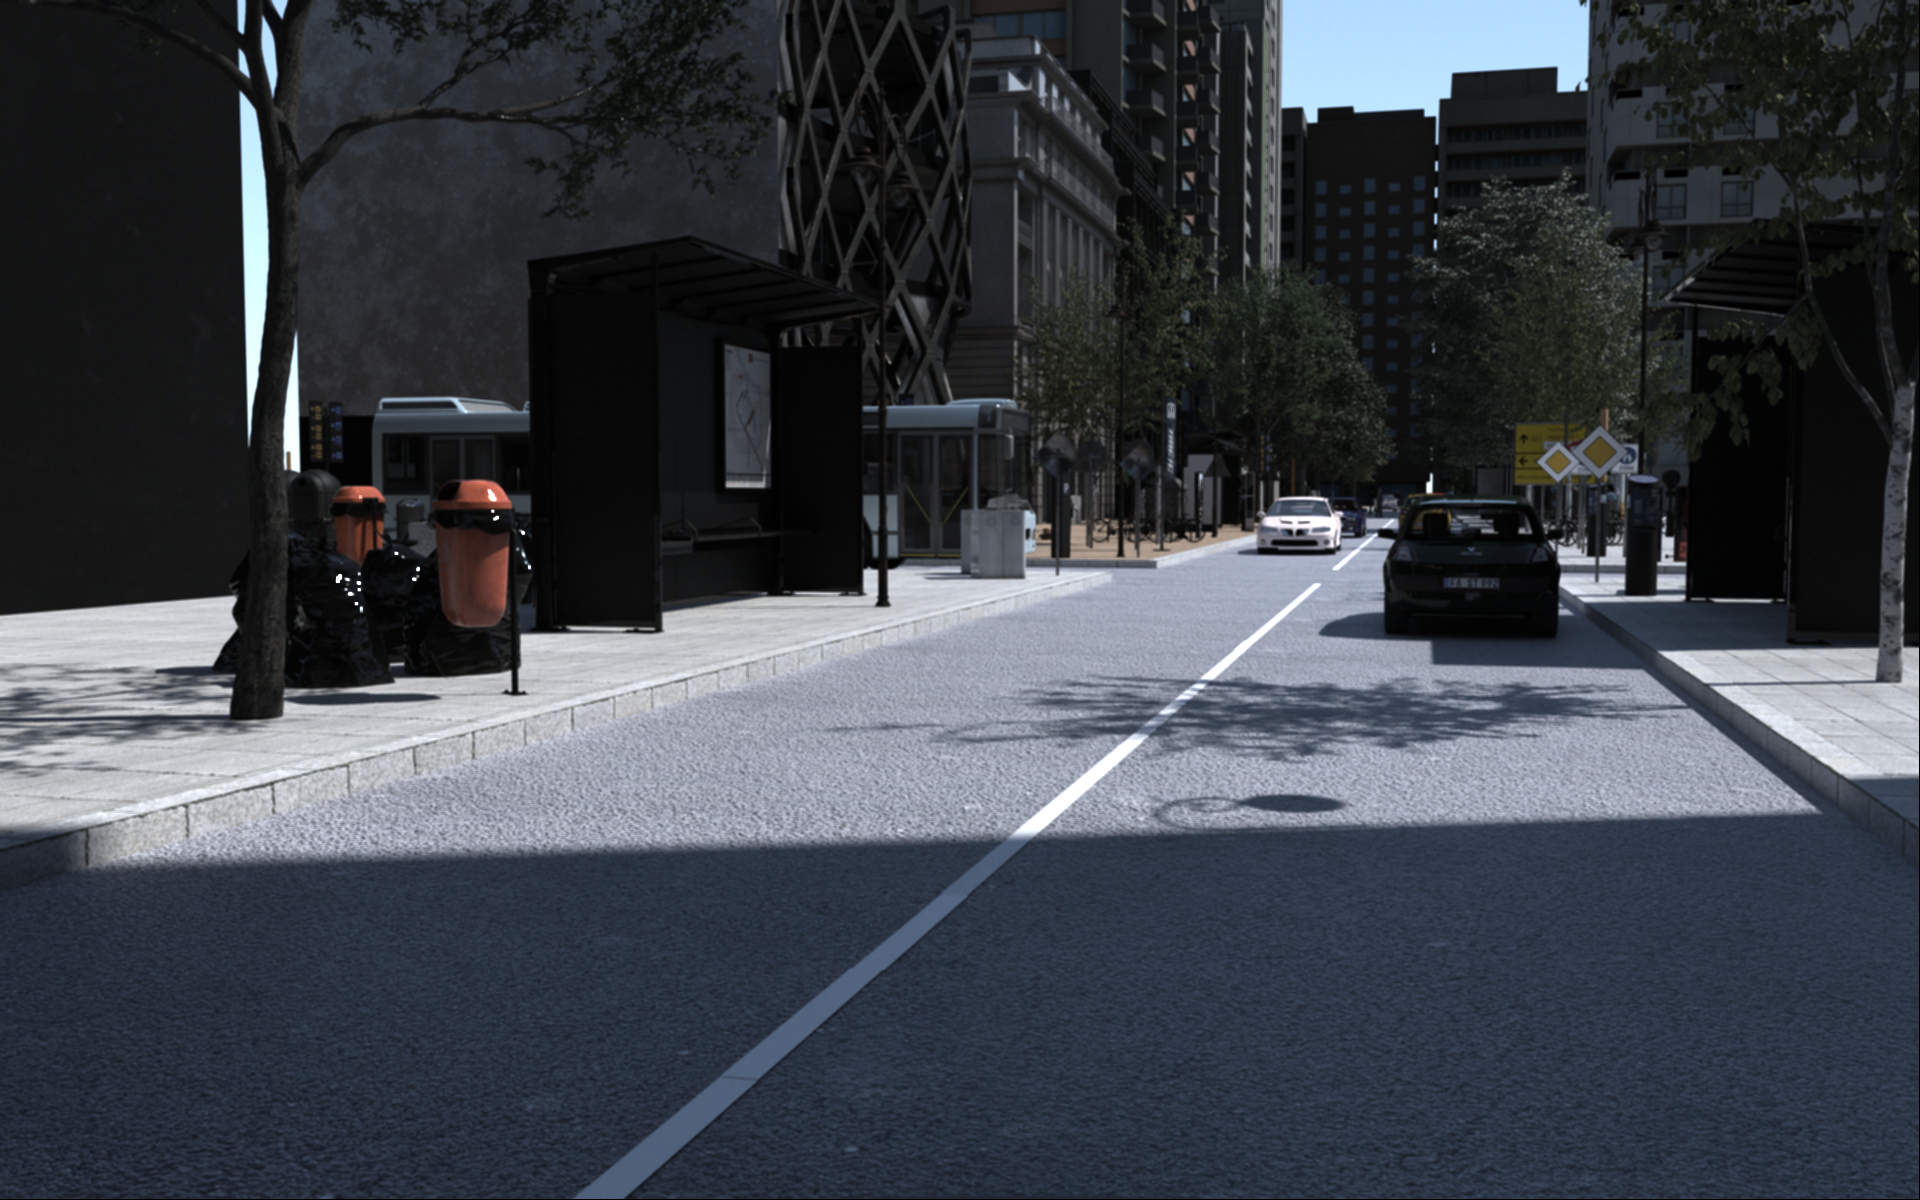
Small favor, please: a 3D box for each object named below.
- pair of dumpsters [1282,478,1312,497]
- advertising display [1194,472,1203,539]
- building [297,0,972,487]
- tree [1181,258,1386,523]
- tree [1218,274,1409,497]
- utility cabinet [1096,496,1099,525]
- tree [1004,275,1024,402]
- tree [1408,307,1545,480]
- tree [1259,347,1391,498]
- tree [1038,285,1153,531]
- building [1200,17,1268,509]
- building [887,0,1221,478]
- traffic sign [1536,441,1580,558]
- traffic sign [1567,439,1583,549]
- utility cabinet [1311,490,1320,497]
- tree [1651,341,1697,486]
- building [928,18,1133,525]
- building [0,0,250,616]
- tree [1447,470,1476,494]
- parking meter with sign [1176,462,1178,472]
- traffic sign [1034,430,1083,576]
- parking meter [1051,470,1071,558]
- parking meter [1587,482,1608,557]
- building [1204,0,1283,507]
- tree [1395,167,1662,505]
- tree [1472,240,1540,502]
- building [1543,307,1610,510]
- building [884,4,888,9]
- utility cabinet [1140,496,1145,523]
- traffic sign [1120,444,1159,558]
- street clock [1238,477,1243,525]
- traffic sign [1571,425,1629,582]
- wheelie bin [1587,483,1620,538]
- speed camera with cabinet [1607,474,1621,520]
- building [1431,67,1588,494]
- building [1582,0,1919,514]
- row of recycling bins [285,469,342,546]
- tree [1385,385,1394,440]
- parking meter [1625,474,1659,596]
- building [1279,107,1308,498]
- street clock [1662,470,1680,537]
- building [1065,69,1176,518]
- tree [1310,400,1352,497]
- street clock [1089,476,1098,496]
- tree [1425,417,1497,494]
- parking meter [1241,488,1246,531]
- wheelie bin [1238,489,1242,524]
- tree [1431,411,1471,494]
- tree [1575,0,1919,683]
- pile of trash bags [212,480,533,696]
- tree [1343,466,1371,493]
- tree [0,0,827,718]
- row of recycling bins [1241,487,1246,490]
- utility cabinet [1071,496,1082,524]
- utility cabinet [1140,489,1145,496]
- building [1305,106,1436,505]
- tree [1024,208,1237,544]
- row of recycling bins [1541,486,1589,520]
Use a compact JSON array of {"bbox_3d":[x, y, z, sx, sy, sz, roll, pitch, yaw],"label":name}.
[{"bbox_3d":[19.657,-6.034,101.153,1.574,2.255,4.437,1,4,15],"label":"pair of dumpsters"},{"bbox_3d":[6.931,-2.755,50.263,0.123,1.923,0.974,1,4,15],"label":"advertising display"},{"bbox_3d":[-8.360,-11.423,54.219,16.820,18.784,16.811,1,4,15],"label":"building"},{"bbox_3d":[13.313,-9.246,76.922,9.928,11.665,9.643,0,3,0],"label":"tree"},{"bbox_3d":[17.988,-10.599,90.300,9.611,12.733,9.660,0,3,0],"label":"tree"},{"bbox_3d":[5.620,-3.722,72.013,0.306,1.237,1.020,0,4,4],"label":"utility cabinet"},{"bbox_3d":[3.227,-6.401,55.015,4.737,8.622,4.395,0,3,0],"label":"tree"},{"bbox_3d":[31.605,-11.492,104.901,9.611,12.733,9.660,0,3,0],"label":"tree"},{"bbox_3d":[21.911,-11.602,107.813,7.486,12.596,7.792,0,3,0],"label":"tree"},{"bbox_3d":[4.703,-6.733,60.447,4.360,8.622,3.978,0,3,0],"label":"tree"},{"bbox_3d":[18.159,-28.306,146.401,14.154,41.232,14.086,1,4,15],"label":"building"},{"bbox_3d":[6.943,-28.839,126.136,22.147,44.769,28.867,1,4,15],"label":"building"},{"bbox_3d":[11.320,-1.785,32.832,0.795,2.450,0.064,1,4,15],"label":"traffic sign"},{"bbox_3d":[14.486,-2.467,40.440,0.768,2.556,0.104,1,4,17],"label":"traffic sign"},{"bbox_3d":[21.859,-6.031,107.285,0.318,1.500,1.173,3,5,41],"label":"utility cabinet"},{"bbox_3d":[34.497,-7.977,80.788,4.360,8.622,3.978,0,3,0],"label":"tree"},{"bbox_3d":[-0.582,-14.575,80.097,13.314,21.916,24.055,1,4,15],"label":"building"},{"bbox_3d":[-18.295,-11.493,17.594,15.834,23.373,12.332,1,4,15],"label":"building"},{"bbox_3d":[35.228,-7.722,120.852,1.663,3.219,1.824,0,3,0],"label":"tree"},{"bbox_3d":[12.243,-5.976,93.969,0.543,3.016,1.738,2,4,25],"label":"parking meter with sign"},{"bbox_3d":[1.538,-1.441,27.196,0.795,2.450,0.064,1,4,15],"label":"traffic sign"},{"bbox_3d":[2.024,-1.772,34.685,0.255,1.863,0.399,2,4,33],"label":"parking meter"},{"bbox_3d":[13.076,-1.660,35.545,0.372,1.533,0.369,0,3,0],"label":"parking meter"},{"bbox_3d":[19.823,-44.547,166.599,20.611,71.187,20.563,1,4,15],"label":"building"},{"bbox_3d":[22.008,-9.825,67.293,9.857,13.997,8.962,0,3,0],"label":"tree"},{"bbox_3d":[16.282,-5.815,45.437,4.737,8.622,4.395,0,3,0],"label":"tree"},{"bbox_3d":[66.367,-18.748,151.575,27.650,21.520,28.899,1,4,15],"label":"building"},{"bbox_3d":[-8.756,-55.508,220.229,31.000,86.520,22.319,1,4,15],"label":"building"},{"bbox_3d":[8.376,-3.979,76.210,1.020,1.237,0.306,-1,4,-21],"label":"utility cabinet"},{"bbox_3d":[3.601,-1.912,34.911,0.795,2.450,0.064,1,4,15],"label":"traffic sign"},{"bbox_3d":[11.355,-4.064,71.022,0.471,2.002,0.358,2,4,35],"label":"street clock"},{"bbox_3d":[9.256,-1.313,25.118,0.795,2.450,0.064,1,4,15],"label":"traffic sign"},{"bbox_3d":[18.951,-2.640,51.065,0.980,1.594,0.693,3,5,44],"label":"wheelie bin"},{"bbox_3d":[30.910,-5.281,80.684,2.038,3.252,0.660,-3,4,-38],"label":"speed camera with cabinet"},{"bbox_3d":[66.022,-35.294,200.751,21.600,48.544,21.300,1,4,15],"label":"building"},{"bbox_3d":[59.862,-32.660,123.225,28.713,52.752,27.495,1,4,15],"label":"building"},{"bbox_3d":[-11.903,-1.392,29.880,3.534,1.692,1.069,2,4,34],"label":"row of recycling bins"},{"bbox_3d":[28.230,-12.413,128.700,9.928,11.665,9.643,0,3,0],"label":"tree"},{"bbox_3d":[8.620,-0.824,21.886,0.372,1.533,0.369,0,3,0],"label":"parking meter"},{"bbox_3d":[31.401,-35.870,210.168,21.600,48.544,21.300,1,4,15],"label":"building"},{"bbox_3d":[21.282,-2.893,51.873,0.471,2.002,0.358,0,4,3],"label":"street clock"},{"bbox_3d":[5.133,-16.499,99.442,12.332,23.373,15.834,1,4,15],"label":"building"},{"bbox_3d":[25.611,-10.329,119.236,4.360,8.622,3.978,0,3,0],"label":"tree"},{"bbox_3d":[5.381,-3.988,69.768,0.358,2.002,0.471,1,4,9],"label":"street clock"},{"bbox_3d":[44.431,-13.338,152.495,7.601,10.594,8.767,3,4,37],"label":"tree"},{"bbox_3d":[9.962,-3.163,60.126,0.372,1.533,0.369,0,3,0],"label":"parking meter"},{"bbox_3d":[11.694,-4.014,73.538,0.693,1.594,0.980,3,5,40],"label":"wheelie bin"},{"bbox_3d":[41.657,-13.250,142.396,9.928,11.665,9.643,0,3,0],"label":"tree"},{"bbox_3d":[6.389,-3.759,11.823,4.737,8.622,4.395,0,3,0],"label":"tree"},{"bbox_3d":[-3.886,-0.141,12.064,1.912,1.369,3.447,-3,4,-37],"label":"pile of trash bags"},{"bbox_3d":[41.510,-12.158,182.498,4.285,4.588,4.351,0,3,0],"label":"tree"},{"bbox_3d":[-3.700,-4.603,9.676,7.601,10.594,8.767,-1,4,-10],"label":"tree"},{"bbox_3d":[16.038,-5.914,103.806,1.069,1.692,3.534,-3,5,-41],"label":"row of recycling bins"},{"bbox_3d":[4.739,-3.796,73.227,0.306,1.237,1.020,3,4,38],"label":"utility cabinet"},{"bbox_3d":[8.418,-4.221,77.691,0.318,1.500,1.173,3,5,44],"label":"utility cabinet"},{"bbox_3d":[47.968,-33.792,202.617,14.200,45.320,14.600,1,4,15],"label":"building"},{"bbox_3d":[4.880,-5.750,44.368,4.737,8.622,4.395,0,3,0],"label":"tree"},{"bbox_3d":[30.018,-4.844,86.319,3.534,1.692,1.069,1,4,14],"label":"row of recycling bins"}]
